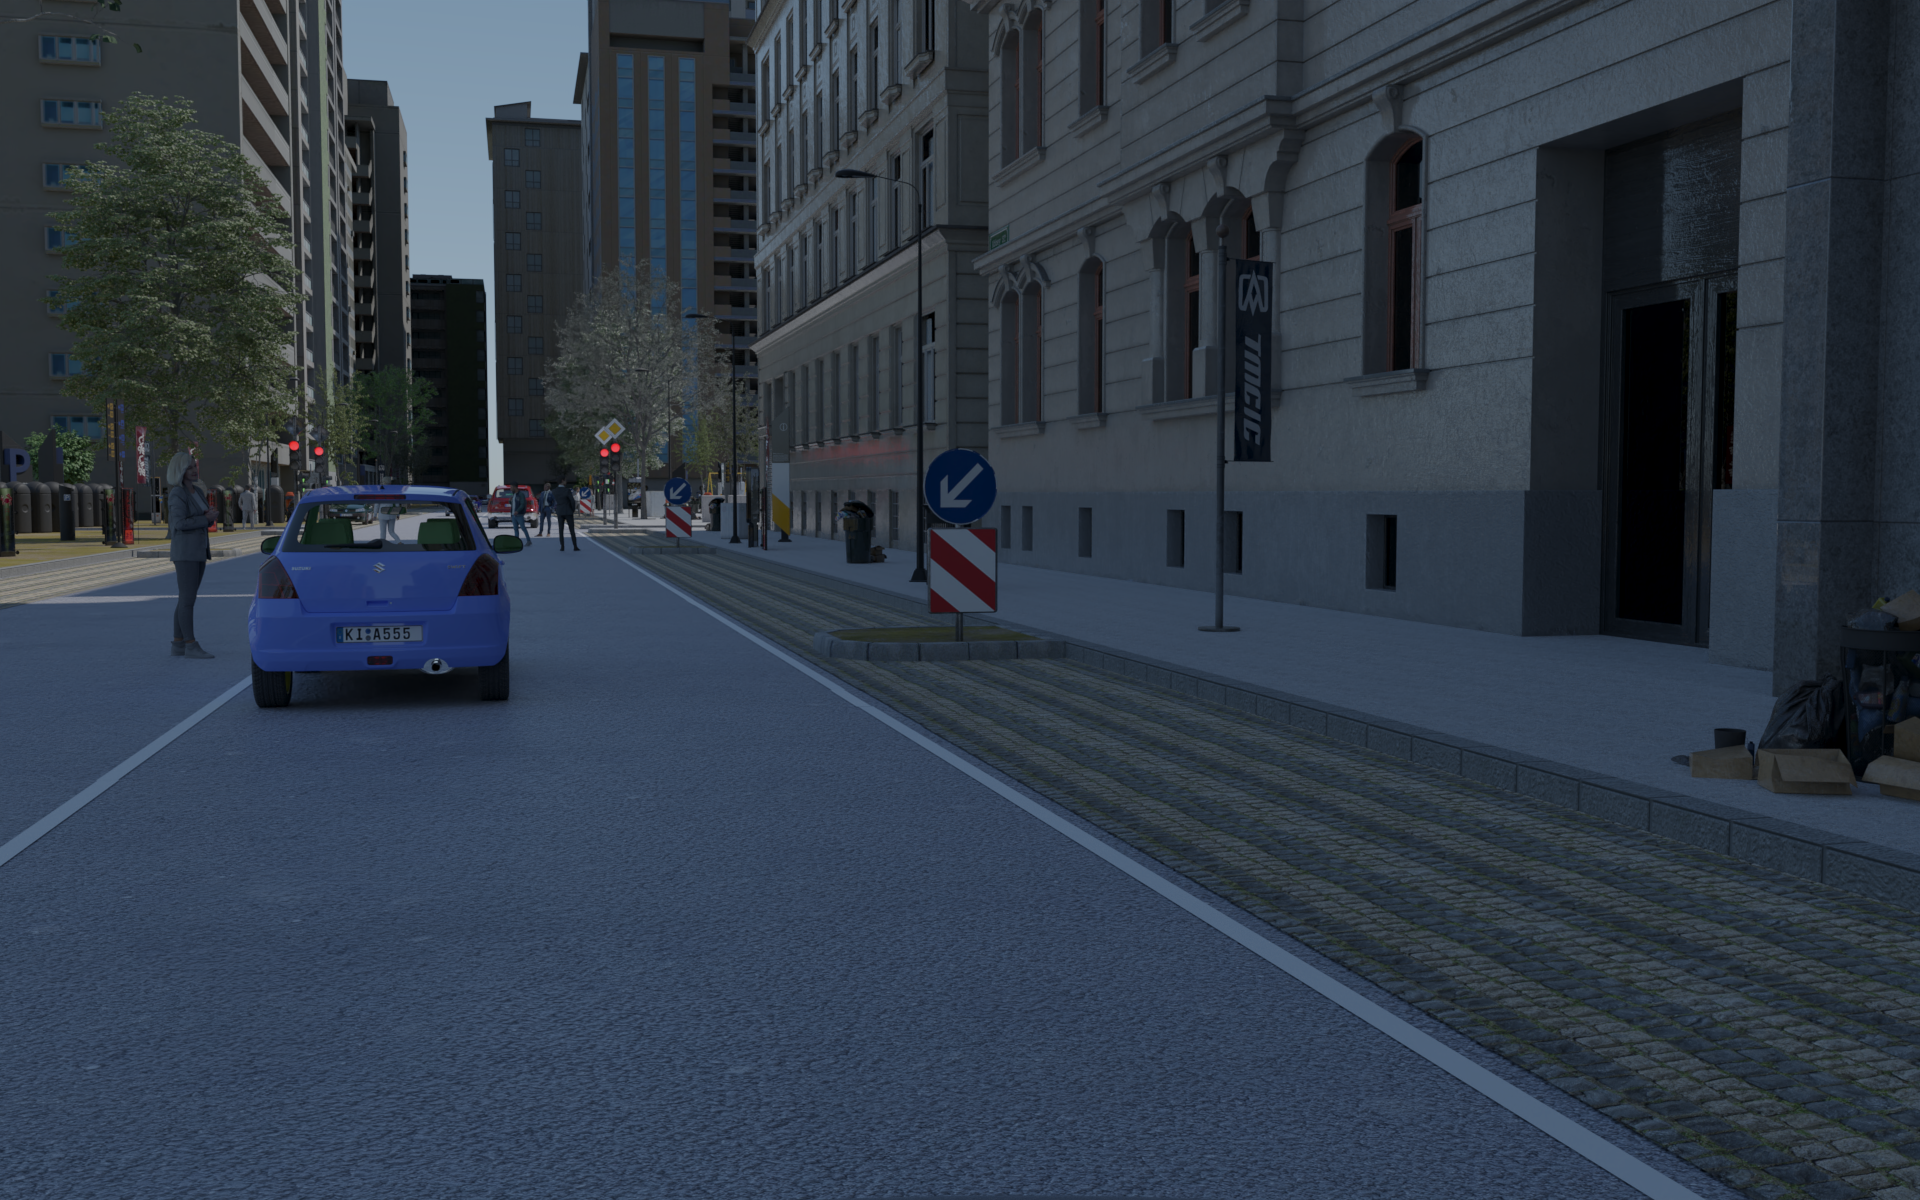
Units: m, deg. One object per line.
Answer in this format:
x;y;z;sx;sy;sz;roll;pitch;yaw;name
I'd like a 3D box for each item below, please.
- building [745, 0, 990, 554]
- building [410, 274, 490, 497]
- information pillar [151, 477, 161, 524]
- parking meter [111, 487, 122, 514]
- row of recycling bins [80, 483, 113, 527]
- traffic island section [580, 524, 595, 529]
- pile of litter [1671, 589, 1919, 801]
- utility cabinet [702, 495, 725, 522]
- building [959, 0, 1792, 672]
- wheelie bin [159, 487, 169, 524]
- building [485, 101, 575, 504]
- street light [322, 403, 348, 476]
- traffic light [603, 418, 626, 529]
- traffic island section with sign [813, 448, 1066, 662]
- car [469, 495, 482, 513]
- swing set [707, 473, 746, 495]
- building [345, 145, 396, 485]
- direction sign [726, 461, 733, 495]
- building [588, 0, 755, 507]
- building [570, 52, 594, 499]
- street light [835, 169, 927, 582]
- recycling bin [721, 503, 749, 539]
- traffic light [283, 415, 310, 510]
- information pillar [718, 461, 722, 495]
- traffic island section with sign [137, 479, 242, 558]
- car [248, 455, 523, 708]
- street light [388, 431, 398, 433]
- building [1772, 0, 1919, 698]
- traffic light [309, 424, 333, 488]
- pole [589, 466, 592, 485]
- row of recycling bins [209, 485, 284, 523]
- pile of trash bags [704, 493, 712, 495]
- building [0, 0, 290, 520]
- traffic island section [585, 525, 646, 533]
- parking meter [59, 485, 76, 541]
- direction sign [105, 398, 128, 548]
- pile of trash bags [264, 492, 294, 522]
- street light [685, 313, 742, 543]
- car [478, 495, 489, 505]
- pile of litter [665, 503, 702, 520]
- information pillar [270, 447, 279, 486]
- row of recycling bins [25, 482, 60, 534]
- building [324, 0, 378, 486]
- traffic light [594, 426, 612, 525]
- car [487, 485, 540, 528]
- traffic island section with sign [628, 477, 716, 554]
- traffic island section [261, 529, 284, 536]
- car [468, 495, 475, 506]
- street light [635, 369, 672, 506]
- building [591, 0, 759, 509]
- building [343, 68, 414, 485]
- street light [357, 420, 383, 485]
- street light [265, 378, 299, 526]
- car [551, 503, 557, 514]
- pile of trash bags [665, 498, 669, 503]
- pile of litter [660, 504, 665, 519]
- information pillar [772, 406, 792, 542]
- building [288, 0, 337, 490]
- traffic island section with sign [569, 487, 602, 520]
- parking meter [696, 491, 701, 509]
3.236;-13.270;50.248;16.112;22.955;30.059;-1;4;-14;building
-70.227;-28.090;230.977;14.107;30.474;14.160;-1;4;-14;building
-35.052;-4.343;75.494;0.304;2.012;0.304;-3;5;-44;information pillar
-28.293;-3.040;58.117;0.372;1.533;0.369;0;3;0;parking meter
-34.067;-3.694;67.517;1.069;1.692;3.534;0;4;2;row of recycling bins
-14.698;-3.031;71.840;2.009;0.180;2.903;-1;4;-14;traffic island section
4.000;0.392;7.556;1.176;0.858;1.719;-2;4;-24;pile of litter
-11.186;-4.122;78.556;1.020;1.237;0.306;-1;4;-18;utility cabinet
9.207;-14.440;23.481;14.401;28.519;23.554;-1;4;-14;building
-34.103;-4.100;74.943;0.980;1.594;0.693;-2;4;-28;wheelie bin
-51.570;-39.954;242.485;27.495;52.752;28.713;-1;4;-14;building
-31.995;-7.102;88.663;1.470;5.913;1.316;-1;4;-14;street light
-12.751;-4.591;63.981;0.839;4.253;0.868;-1;4;-14;traffic light
-0.283;-0.433;15.709;1.989;1.847;2.006;-1;4;-14;traffic island section with sign
-37.746;-7.382;133.277;1.945;1.354;3.894;-1;4;-13;car
-16.966;-7.969;127.905;3.119;2.851;2.862;-1;4;-21;swing set
-72.610;-29.182;169.001;32.217;40.220;23.993;-1;4;-14;building
-15.460;-7.635;116.832;0.876;3.537;0.379;2;4;33;direction sign
-27.167;-38.869;177.509;21.231;58.520;28.212;-1;4;-14;building
-30.776;-37.773;206.825;28.713;52.752;27.495;-1;4;-14;building
-1.106;-3.211;25.047;1.470;5.913;1.316;-1;4;-14;street light
-6.339;-2.256;49.439;0.722;1.027;0.722;3;4;37;recycling bin
-23.461;-4.422;61.221;0.839;4.253;0.868;-1;4;-14;traffic light
-17.216;-8.123;124.170;0.183;3.616;0.504;-2;4;-31;information pillar
-17.605;-1.899;39.673;1.989;1.847;2.006;-1;4;-14;traffic island section with sign
-4.286;-0.213;13.075;1.945;1.707;3.694;-1;4;-16;car
-42.304;-9.518;128.166;1.470;5.913;1.316;-1;4;-14;street light
13.431;-11.258;2.095;12.078;24.808;19.932;-1;4;-14;building
-25.450;-4.895;68.956;0.839;4.253;0.868;-1;4;-14;traffic light
-27.264;-8.190;127.746;0.158;3.312;0.155;0;3;0;pole
-31.572;-4.246;76.540;3.534;1.692;1.069;0;4;8;row of recycling bins
-13.887;-5.821;104.925;3.447;1.369;1.912;0;4;3;pile of trash bags
-48.262;-28.655;92.206;21.300;48.544;21.600;-1;4;-14;building
-12.709;-2.558;64.105;2.009;0.180;2.903;-1;4;-14;traffic island section
-24.567;-2.400;47.651;0.372;1.533;0.369;0;3;0;parking meter
-20.057;-3.010;41.205;0.379;3.537;0.876;0;4;-1;direction sign
-31.172;-4.299;80.037;1.912;1.369;3.447;-1;4;-14;pile of trash bags
-6.380;-4.420;44.809;1.470;5.913;1.316;-1;4;-14;street light
-54.615;-11.398;198.929;1.945;1.354;3.894;-1;4;-13;car
-13.534;-4.421;86.242;1.719;0.858;1.176;3;4;36;pile of litter
-34.418;-5.852;87.035;0.504;3.616;0.183;2;4;30;information pillar
-30.606;-3.033;56.710;1.069;1.692;3.534;1;4;10;row of recycling bins
-61.209;-43.354;147.094;20.563;71.187;20.611;-1;4;-14;building
-14.739;-5.064;71.715;0.839;4.253;0.868;-1;4;-14;traffic light
-19.064;-3.994;73.979;2.281;1.827;5.304;-1;4;-13;car
-6.984;-2.030;41.821;1.989;1.847;2.006;-1;4;-14;traffic island section with sign
-23.502;-2.389;61.346;2.009;0.180;2.903;-1;4;-14;traffic island section
-32.516;-6.147;112.508;2.014;1.417;4.499;-1;4;-15;car
-11.338;-5.614;64.332;1.470;5.913;1.316;-1;4;-14;street light
-25.536;-30.916;155.594;14.600;45.320;14.200;-1;4;-14;building
-74.581;-35.148;198.375;21.600;48.544;21.300;-1;4;-14;building
-37.111;-8.312;108.438;1.470;5.913;1.316;-1;4;-14;street light
-27.051;-5.908;69.137;1.470;5.913;1.316;-1;4;-14;street light
-29.100;-6.980;126.708;1.945;1.354;3.894;-1;4;-15;car
-21.844;-7.110;125.999;1.912;1.369;3.447;-2;4;-29;pile of trash bags
-14.981;-4.658;90.122;1.176;0.858;1.719;-2;4;-28;pile of litter
-4.766;-3.357;46.247;0.504;3.616;0.183;0;4;8;information pillar
-51.129;-26.589;118.325;14.154;41.232;14.086;-1;4;-14;building
-20.872;-5.334;95.838;1.989;1.847;2.006;-1;4;-14;traffic island section with sign
-22.313;-8.529;147.853;0.372;1.533;0.369;0;3;0;parking meter
